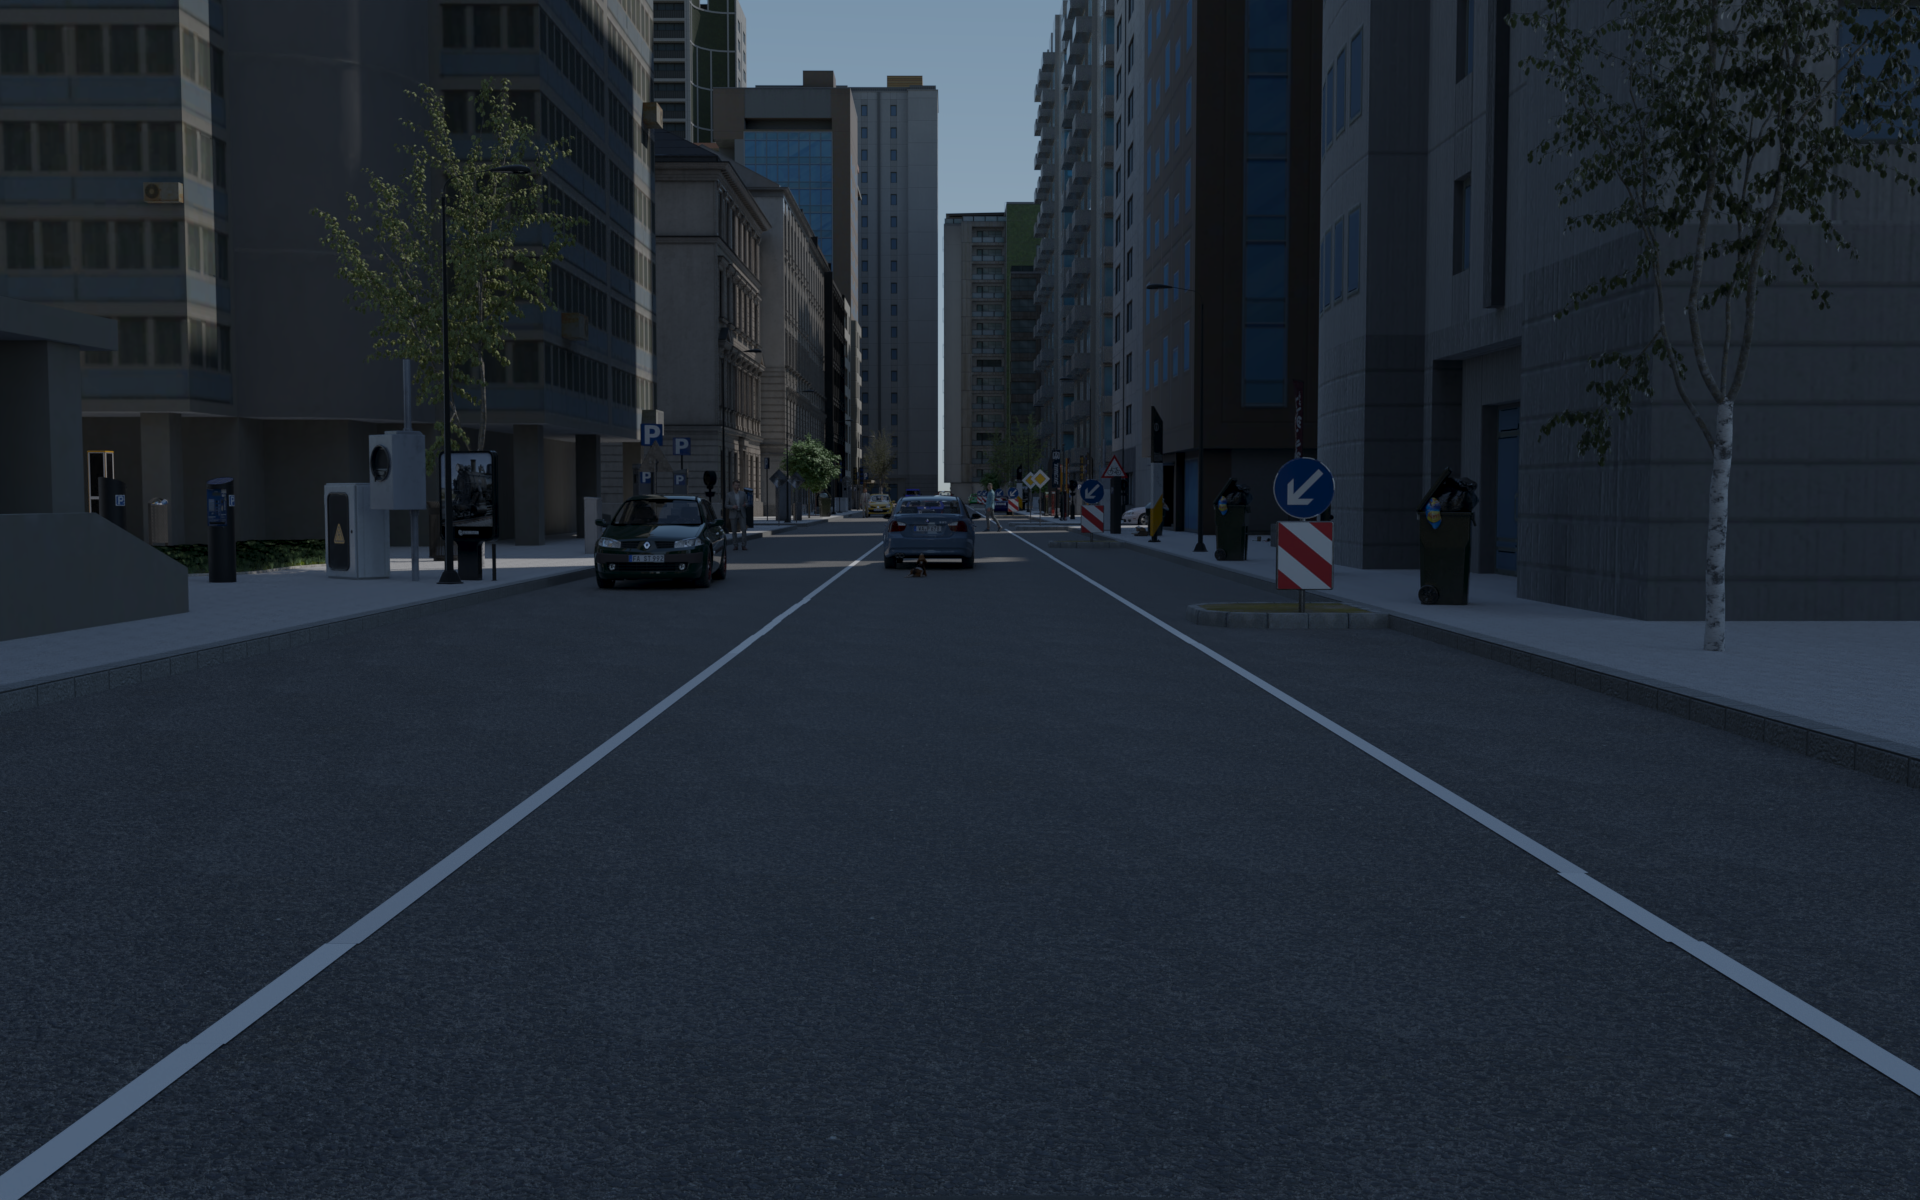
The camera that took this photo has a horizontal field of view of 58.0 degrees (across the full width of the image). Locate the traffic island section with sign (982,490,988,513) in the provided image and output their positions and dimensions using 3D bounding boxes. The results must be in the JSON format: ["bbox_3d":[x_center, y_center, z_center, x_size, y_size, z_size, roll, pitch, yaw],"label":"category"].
[{"bbox_3d":[2.807,-7.371,129.137,1.989,1.847,2.006,0,4,0],"label":"traffic island section with sign"}]

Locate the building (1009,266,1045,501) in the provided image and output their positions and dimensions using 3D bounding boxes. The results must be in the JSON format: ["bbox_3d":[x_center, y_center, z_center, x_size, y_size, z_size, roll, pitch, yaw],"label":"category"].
[{"bbox_3d":[13.182,-27.387,219.471,14.160,30.474,14.107,0,4,0],"label":"building"}]

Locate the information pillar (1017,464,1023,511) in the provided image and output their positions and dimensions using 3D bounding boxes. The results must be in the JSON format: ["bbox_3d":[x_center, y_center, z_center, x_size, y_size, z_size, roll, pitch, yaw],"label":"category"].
[{"bbox_3d":[4.540,-8.587,131.745,0.504,3.616,0.183,2,4,34],"label":"information pillar"}]

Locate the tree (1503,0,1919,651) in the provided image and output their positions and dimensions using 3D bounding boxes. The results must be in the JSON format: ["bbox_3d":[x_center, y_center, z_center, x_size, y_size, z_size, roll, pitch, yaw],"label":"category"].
[{"bbox_3d":[6.320,-3.901,14.147,4.360,8.622,3.978,0,3,0],"label":"tree"}]

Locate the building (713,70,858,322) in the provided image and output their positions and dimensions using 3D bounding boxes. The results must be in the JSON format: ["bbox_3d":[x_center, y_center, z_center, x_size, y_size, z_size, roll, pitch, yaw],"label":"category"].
[{"bbox_3d":[-18.317,-32.874,187.602,14.600,45.320,14.200,0,4,0],"label":"building"}]

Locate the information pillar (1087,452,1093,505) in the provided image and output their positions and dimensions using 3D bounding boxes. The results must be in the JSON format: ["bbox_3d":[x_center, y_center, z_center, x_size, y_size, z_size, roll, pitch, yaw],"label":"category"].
[{"bbox_3d":[7.220,-6.421,96.334,0.183,3.616,0.504,-2,4,-35],"label":"information pillar"}]

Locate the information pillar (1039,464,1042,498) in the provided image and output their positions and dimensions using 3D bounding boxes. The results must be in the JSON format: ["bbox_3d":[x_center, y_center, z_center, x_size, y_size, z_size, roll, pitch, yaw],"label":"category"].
[{"bbox_3d":[6.224,-8.714,133.824,0.183,3.616,0.504,1,4,13],"label":"information pillar"}]

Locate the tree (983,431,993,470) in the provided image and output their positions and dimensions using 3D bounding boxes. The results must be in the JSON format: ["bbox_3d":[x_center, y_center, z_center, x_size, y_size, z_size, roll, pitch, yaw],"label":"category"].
[{"bbox_3d":[4.428,-14.379,185.456,4.737,8.622,4.395,0,3,0],"label":"tree"}]

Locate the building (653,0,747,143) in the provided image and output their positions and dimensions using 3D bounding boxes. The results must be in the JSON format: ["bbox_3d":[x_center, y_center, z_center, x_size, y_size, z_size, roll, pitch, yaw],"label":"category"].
[{"bbox_3d":[-41.544,-49.413,246.147,20.611,71.187,20.563,0,4,0],"label":"building"}]

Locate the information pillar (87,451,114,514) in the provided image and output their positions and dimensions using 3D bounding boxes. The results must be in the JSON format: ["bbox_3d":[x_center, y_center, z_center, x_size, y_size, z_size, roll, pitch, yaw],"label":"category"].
[{"bbox_3d":[-14.666,-1.536,29.610,0.304,2.012,0.304,0,4,-1],"label":"information pillar"}]

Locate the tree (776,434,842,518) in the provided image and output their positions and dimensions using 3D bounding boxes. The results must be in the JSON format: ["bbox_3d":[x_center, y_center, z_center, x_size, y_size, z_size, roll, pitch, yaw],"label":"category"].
[{"bbox_3d":[-8.075,-6.611,91.808,4.285,4.588,4.351,0,3,0],"label":"tree"}]

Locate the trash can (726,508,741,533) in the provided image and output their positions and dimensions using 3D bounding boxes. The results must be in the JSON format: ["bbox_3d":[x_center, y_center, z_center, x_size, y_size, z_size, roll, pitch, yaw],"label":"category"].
[{"bbox_3d":[-7.565,-2.830,57.927,0.748,1.137,0.748,0,3,0],"label":"trash can"}]

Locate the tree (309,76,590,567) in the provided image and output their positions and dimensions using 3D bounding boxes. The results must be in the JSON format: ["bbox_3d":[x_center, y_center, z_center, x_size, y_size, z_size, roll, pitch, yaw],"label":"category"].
[{"bbox_3d":[-8.645,-4.876,30.092,4.737,8.622,4.395,0,3,0],"label":"tree"}]

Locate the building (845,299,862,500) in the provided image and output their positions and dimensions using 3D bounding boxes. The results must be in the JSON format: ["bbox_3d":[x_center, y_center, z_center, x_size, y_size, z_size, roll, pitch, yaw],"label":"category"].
[{"bbox_3d":[-24.044,-19.678,166.778,27.650,21.520,28.899,0,4,0],"label":"building"}]

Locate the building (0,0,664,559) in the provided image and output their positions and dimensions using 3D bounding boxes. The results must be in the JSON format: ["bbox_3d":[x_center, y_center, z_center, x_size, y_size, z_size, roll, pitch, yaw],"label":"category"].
[{"bbox_3d":[-21.717,-21.964,50.991,23.993,40.220,32.217,0,4,0],"label":"building"}]

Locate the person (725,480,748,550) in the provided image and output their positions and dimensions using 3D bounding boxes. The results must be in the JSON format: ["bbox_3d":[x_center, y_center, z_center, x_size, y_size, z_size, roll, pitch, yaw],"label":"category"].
[{"bbox_3d":[-5.660,-2.166,44.119,0.606,1.804,0.583,-1,4,-21],"label":"person"}]

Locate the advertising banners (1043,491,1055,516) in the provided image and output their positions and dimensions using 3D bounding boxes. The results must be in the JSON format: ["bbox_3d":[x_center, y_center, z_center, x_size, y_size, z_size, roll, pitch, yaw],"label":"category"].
[{"bbox_3d":[5.354,-6.351,100.031,0.090,3.025,2.074,2,4,32],"label":"advertising banners"}]

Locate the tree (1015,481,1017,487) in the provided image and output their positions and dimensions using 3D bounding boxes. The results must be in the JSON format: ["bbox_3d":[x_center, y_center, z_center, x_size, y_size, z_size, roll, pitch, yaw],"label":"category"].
[{"bbox_3d":[5.353,-9.024,142.142,1.663,3.219,1.824,0,3,0],"label":"tree"}]

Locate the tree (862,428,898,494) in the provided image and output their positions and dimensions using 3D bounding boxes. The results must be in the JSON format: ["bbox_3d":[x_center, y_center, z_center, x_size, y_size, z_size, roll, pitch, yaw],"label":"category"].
[{"bbox_3d":[-9.132,-15.217,199.154,4.360,8.622,3.978,0,3,0],"label":"tree"}]

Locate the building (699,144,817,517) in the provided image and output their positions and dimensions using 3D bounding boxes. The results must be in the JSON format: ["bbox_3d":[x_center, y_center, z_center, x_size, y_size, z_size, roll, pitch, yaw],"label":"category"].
[{"bbox_3d":[-14.607,-15.762,106.853,9.793,20.994,18.267,0,4,0],"label":"building"}]

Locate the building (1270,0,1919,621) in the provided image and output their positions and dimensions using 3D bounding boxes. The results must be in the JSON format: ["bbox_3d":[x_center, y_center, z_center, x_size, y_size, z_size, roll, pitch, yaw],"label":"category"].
[{"bbox_3d":[17.318,-29.831,29.740,21.231,58.520,28.212,0,4,0],"label":"building"}]

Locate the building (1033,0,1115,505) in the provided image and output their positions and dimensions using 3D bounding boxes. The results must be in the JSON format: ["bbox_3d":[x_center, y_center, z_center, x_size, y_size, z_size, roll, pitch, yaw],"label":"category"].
[{"bbox_3d":[18.845,-33.832,172.755,23.786,49.044,30.456,0,4,0],"label":"building"}]

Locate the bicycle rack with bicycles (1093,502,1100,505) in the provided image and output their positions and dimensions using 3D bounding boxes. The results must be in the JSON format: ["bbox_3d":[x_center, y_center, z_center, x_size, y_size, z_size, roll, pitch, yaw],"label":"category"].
[{"bbox_3d":[9.477,-6.034,112.038,2.852,0.926,2.925,1,4,23],"label":"bicycle rack with bicycles"}]

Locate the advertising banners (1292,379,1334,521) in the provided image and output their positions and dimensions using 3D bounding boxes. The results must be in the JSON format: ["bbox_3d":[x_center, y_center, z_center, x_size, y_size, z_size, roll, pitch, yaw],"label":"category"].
[{"bbox_3d":[5.554,-1.903,27.303,0.090,3.025,2.074,2,4,29],"label":"advertising banners"}]

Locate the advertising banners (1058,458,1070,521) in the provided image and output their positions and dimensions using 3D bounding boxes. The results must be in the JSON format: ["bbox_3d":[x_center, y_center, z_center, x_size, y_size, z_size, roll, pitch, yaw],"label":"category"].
[{"bbox_3d":[5.067,-5.341,83.517,0.090,3.025,2.074,1,4,16],"label":"advertising banners"}]

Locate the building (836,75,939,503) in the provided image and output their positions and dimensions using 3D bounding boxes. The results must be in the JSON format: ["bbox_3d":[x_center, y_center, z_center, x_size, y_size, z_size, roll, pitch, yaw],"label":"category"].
[{"bbox_3d":[-17.137,-43.126,247.105,28.212,58.520,21.231,0,4,0],"label":"building"}]

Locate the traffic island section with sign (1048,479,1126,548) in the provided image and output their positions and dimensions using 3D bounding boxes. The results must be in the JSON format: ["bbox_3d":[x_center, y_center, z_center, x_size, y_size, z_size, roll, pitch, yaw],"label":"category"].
[{"bbox_3d":[3.391,-2.329,46.711,1.989,1.847,2.006,0,4,0],"label":"traffic island section with sign"}]

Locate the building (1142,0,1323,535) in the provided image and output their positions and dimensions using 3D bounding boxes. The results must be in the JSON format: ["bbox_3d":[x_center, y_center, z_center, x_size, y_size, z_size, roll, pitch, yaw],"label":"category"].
[{"bbox_3d":[14.042,-25.025,59.272,14.600,45.320,14.200,0,4,0],"label":"building"}]

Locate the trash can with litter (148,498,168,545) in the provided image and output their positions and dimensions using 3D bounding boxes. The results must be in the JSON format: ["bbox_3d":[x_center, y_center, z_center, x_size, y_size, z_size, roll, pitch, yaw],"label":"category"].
[{"bbox_3d":[-15.300,-1.390,33.788,1.678,1.210,2.233,1,4,9],"label":"trash can with litter"}]

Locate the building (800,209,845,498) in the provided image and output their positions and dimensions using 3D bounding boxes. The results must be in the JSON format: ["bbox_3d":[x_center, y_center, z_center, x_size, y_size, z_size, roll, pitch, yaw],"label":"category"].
[{"bbox_3d":[-16.106,-19.156,142.882,12.332,23.373,15.834,0,4,0],"label":"building"}]

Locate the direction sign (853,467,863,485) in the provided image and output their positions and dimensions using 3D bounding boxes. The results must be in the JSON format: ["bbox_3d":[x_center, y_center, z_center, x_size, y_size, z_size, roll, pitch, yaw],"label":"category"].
[{"bbox_3d":[-8.607,-9.456,146.607,0.876,3.537,0.379,-1,4,-13],"label":"direction sign"}]

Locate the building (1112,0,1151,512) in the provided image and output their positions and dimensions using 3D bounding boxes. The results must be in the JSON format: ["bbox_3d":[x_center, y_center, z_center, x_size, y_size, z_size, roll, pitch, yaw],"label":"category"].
[{"bbox_3d":[19.084,-39.770,88.490,20.611,71.187,20.563,0,4,0],"label":"building"}]

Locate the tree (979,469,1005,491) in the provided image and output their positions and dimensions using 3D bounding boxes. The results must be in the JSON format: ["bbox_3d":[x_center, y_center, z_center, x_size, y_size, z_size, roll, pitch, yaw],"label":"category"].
[{"bbox_3d":[4.112,-14.682,223.767,4.285,4.588,4.351,0,3,0],"label":"tree"}]

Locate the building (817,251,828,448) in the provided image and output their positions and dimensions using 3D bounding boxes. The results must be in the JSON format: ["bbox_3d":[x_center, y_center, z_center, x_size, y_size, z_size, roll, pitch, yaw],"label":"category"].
[{"bbox_3d":[-15.012,-16.880,125.147,9.793,20.994,18.267,0,4,0],"label":"building"}]

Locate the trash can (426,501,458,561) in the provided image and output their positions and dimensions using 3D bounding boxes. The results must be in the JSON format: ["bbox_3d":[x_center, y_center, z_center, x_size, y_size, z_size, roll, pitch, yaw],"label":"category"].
[{"bbox_3d":[-9.903,-1.325,33.312,0.748,1.137,0.748,0,3,0],"label":"trash can"}]

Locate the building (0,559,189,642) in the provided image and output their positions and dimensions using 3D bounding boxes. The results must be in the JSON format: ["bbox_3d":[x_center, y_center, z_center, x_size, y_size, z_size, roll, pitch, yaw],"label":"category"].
[{"bbox_3d":[-24.427,-19.489,10.532,32.217,40.220,23.993,0,4,0],"label":"building"}]

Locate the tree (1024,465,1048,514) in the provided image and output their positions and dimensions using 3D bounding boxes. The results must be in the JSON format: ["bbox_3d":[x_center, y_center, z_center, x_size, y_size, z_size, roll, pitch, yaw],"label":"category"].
[{"bbox_3d":[5.329,-7.266,113.405,1.663,3.219,1.824,0,3,0],"label":"tree"}]

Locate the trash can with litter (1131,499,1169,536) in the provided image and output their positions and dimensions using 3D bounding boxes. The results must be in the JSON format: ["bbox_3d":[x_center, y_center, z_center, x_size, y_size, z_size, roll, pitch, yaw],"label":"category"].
[{"bbox_3d":[5.783,-2.529,52.739,1.055,1.170,0.624,-2,4,-31],"label":"trash can with litter"}]

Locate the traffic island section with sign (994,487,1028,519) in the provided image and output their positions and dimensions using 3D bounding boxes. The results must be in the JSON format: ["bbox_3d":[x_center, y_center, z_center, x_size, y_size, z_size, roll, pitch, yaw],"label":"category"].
[{"bbox_3d":[3.001,-5.722,102.182,1.989,1.847,2.006,0,4,0],"label":"traffic island section with sign"}]

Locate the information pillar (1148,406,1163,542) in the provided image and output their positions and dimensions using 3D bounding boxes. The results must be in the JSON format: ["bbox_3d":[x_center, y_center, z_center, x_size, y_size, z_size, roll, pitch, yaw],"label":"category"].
[{"bbox_3d":[5.230,-3.349,46.109,0.183,3.616,0.504,3,4,38],"label":"information pillar"}]

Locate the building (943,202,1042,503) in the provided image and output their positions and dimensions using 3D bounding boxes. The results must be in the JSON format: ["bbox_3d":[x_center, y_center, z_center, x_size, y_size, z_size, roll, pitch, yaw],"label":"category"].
[{"bbox_3d":[4.591,-34.289,244.227,14.086,41.232,14.154,0,4,0],"label":"building"}]

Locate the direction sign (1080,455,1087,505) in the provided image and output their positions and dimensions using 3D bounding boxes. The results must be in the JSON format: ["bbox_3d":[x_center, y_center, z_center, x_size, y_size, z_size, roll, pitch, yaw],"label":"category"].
[{"bbox_3d":[7.272,-6.680,101.219,0.379,3.537,0.876,-2,4,-32],"label":"direction sign"}]

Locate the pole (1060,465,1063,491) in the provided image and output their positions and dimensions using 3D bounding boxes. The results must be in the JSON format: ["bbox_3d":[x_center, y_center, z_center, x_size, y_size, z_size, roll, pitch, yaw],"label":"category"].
[{"bbox_3d":[7.087,-7.767,120.828,0.158,3.312,0.155,0,3,0],"label":"pole"}]

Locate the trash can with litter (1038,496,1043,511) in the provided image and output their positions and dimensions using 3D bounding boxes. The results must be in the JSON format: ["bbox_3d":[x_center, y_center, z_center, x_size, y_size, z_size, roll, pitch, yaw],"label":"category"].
[{"bbox_3d":[6.362,-7.217,129.392,1.055,1.170,0.624,1,4,8],"label":"trash can with litter"}]

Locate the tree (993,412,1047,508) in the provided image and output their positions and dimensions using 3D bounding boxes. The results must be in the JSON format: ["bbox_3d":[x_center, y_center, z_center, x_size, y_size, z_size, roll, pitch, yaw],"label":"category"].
[{"bbox_3d":[5.835,-12.547,155.507,4.737,8.622,4.395,0,3,0],"label":"tree"}]

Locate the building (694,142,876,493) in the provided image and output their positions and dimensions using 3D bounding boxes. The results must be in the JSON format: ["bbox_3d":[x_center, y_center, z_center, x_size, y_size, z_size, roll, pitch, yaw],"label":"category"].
[{"bbox_3d":[-25.328,-34.259,214.763,28.867,44.769,22.147,0,4,0],"label":"building"}]

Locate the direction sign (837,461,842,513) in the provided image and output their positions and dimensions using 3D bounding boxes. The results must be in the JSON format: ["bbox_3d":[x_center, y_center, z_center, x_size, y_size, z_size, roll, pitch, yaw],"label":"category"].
[{"bbox_3d":[-8.173,-7.682,117.597,0.379,3.537,0.876,1,4,12],"label":"direction sign"}]

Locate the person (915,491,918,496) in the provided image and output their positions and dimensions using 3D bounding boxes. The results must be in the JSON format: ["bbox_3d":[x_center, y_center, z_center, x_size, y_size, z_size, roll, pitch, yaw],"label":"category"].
[{"bbox_3d":[-3.487,-7.819,137.338,0.522,1.701,0.512,0,4,3],"label":"person"}]

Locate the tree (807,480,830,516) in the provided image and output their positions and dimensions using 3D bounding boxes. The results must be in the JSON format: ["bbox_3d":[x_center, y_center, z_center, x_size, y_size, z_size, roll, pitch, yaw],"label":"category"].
[{"bbox_3d":[-8.173,-6.414,99.468,1.663,3.219,1.824,0,3,0],"label":"tree"}]

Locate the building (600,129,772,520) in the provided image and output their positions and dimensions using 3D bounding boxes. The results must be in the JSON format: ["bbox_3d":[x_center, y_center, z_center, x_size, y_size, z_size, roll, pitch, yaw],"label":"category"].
[{"bbox_3d":[-15.757,-13.667,88.086,10.561,19.102,19.286,0,4,0],"label":"building"}]

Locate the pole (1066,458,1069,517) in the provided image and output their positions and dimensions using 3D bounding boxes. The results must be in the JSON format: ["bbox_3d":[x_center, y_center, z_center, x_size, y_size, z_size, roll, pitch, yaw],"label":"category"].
[{"bbox_3d":[6.103,-6.388,98.290,0.158,3.312,0.155,0,3,0],"label":"pole"}]

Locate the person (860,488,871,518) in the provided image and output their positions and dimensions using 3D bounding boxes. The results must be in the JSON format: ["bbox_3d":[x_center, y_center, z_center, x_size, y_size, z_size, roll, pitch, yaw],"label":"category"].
[{"bbox_3d":[-5.602,-5.749,102.778,0.678,1.792,0.850,0,4,3],"label":"person"}]

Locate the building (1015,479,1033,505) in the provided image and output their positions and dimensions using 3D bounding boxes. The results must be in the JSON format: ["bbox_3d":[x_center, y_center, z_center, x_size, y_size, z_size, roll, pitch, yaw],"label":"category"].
[{"bbox_3d":[22.715,-31.091,200.226,32.217,40.220,23.993,0,4,0],"label":"building"}]

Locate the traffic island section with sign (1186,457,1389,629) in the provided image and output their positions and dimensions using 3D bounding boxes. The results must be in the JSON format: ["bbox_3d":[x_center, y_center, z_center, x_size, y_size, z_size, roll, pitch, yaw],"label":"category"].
[{"bbox_3d":[3.590,-0.659,19.402,1.989,1.847,2.006,0,4,0],"label":"traffic island section with sign"}]

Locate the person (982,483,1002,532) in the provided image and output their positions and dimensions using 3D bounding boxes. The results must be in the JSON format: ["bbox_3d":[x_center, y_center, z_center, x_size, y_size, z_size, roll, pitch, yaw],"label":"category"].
[{"bbox_3d":[1.215,-3.498,65.549,0.748,1.841,0.638,1,4,9],"label":"person"}]

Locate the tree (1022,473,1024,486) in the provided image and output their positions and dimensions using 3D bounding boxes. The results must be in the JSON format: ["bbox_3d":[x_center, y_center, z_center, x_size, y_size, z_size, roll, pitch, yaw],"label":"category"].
[{"bbox_3d":[5.816,-8.716,137.115,1.663,3.219,1.824,0,3,0],"label":"tree"}]

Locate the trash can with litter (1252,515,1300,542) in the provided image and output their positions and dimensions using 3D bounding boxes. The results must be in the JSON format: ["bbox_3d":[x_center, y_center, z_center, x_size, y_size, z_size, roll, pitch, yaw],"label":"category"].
[{"bbox_3d":[8.752,-2.185,46.774,2.233,1.210,1.678,1,4,18],"label":"trash can with litter"}]
